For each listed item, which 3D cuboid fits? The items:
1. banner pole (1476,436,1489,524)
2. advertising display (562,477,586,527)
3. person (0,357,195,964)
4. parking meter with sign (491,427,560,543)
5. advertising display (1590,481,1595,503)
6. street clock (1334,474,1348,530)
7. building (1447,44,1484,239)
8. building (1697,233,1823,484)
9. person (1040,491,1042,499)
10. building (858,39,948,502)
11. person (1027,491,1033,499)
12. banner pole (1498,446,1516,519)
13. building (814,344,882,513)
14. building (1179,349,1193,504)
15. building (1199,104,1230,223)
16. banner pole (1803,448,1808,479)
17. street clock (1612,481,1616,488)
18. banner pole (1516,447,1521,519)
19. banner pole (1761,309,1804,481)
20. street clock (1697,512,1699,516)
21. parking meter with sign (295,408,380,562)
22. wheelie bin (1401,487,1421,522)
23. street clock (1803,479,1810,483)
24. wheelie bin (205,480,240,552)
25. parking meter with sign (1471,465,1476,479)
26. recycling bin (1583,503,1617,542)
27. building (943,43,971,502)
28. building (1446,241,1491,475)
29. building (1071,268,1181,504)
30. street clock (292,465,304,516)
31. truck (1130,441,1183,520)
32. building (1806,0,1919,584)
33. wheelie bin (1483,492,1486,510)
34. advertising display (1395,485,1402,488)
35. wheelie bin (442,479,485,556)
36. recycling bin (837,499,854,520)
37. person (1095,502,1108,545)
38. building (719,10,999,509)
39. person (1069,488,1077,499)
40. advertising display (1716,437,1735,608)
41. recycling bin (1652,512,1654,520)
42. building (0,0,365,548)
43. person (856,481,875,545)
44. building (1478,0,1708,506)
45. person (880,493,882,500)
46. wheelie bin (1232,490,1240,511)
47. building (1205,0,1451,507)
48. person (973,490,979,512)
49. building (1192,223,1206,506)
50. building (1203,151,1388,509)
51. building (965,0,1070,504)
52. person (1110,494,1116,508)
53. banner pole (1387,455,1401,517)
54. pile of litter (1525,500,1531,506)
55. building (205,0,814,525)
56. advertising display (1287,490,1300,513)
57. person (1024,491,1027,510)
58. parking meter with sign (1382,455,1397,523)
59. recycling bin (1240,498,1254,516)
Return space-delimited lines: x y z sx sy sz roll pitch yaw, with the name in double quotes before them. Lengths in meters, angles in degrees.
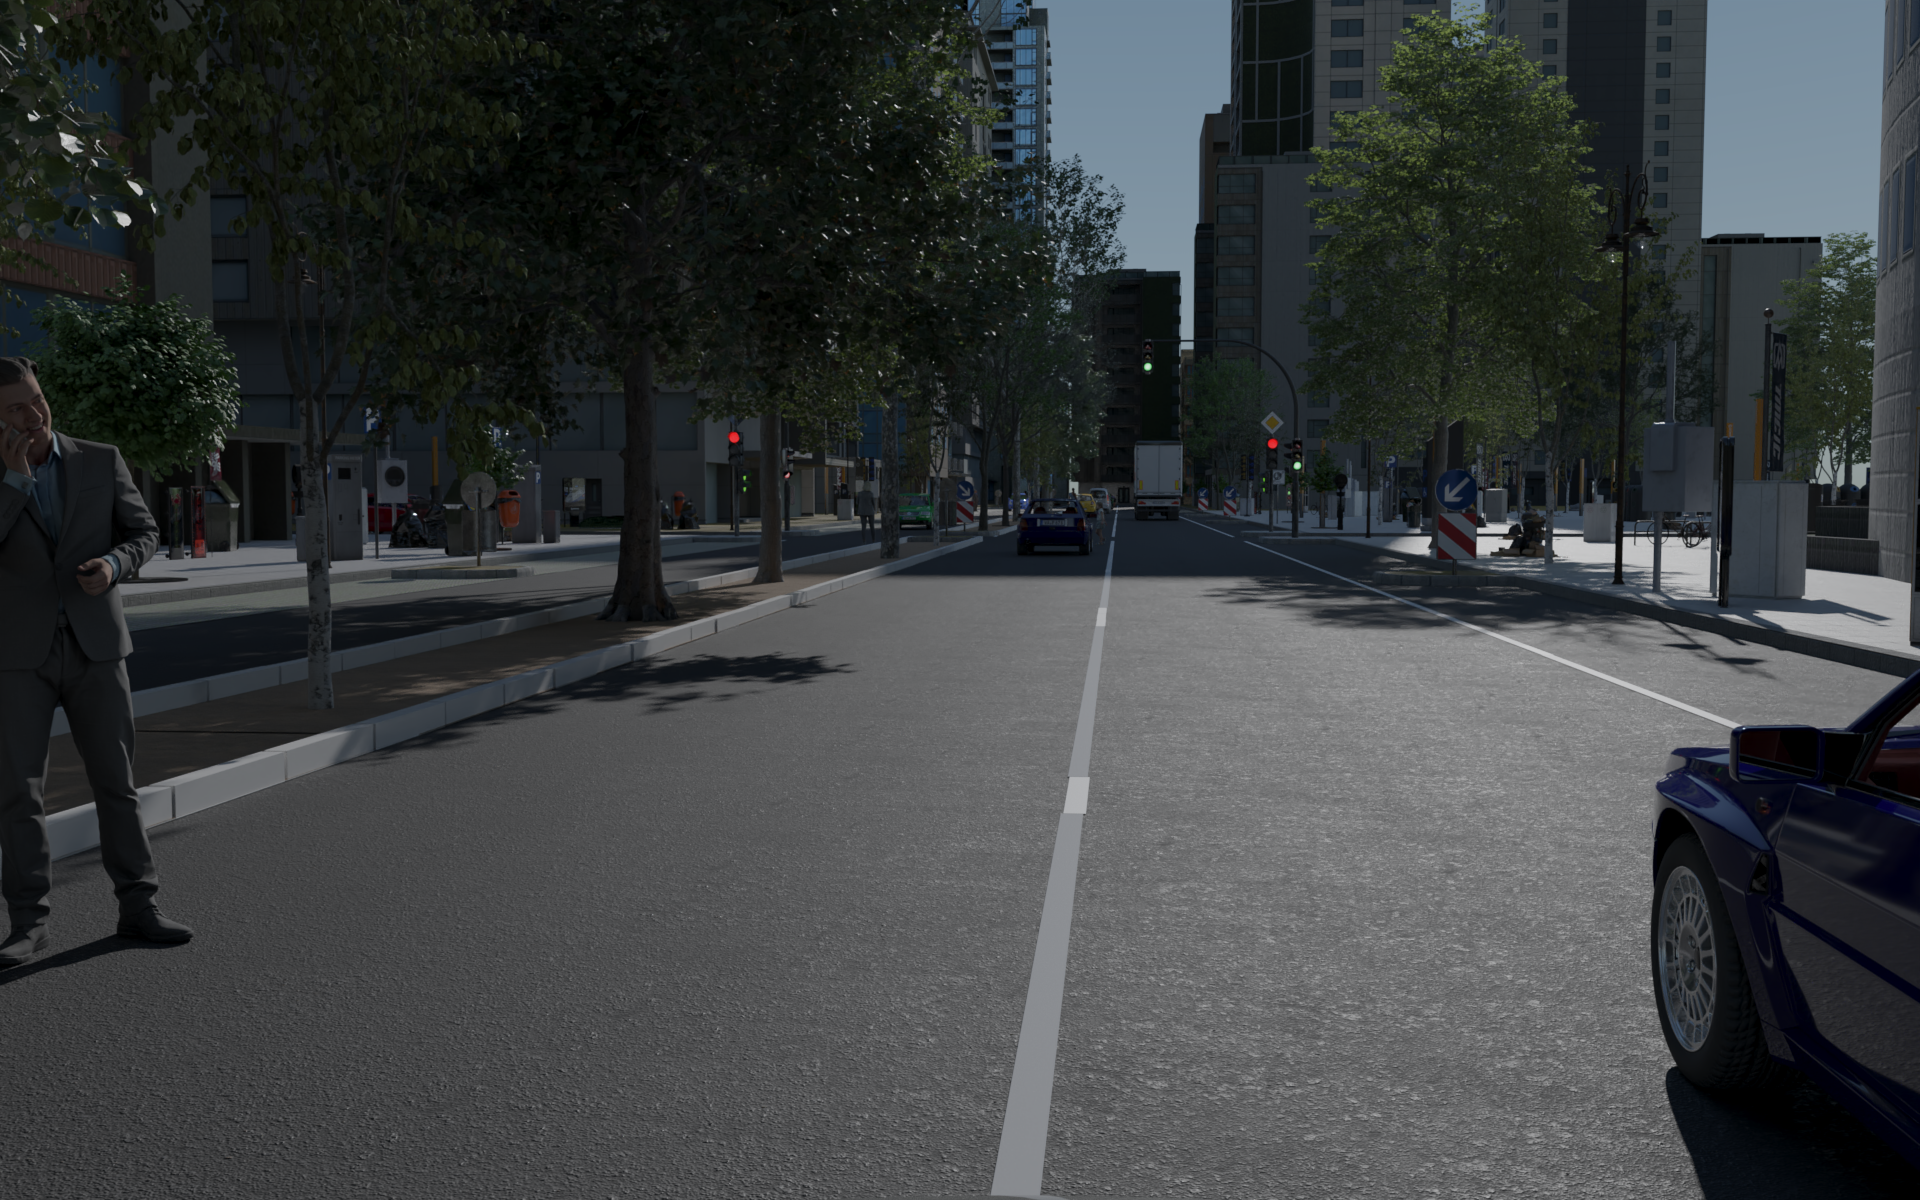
"banner pole" 22.507 -5.181 74.734 0.863 3.779 0.401 -3 4 -37
"advertising display" -14.988 -3.797 67.289 0.974 1.923 0.123 -3 5 -43
"person" -2.761 0.179 5.373 0.655 1.846 0.447 -2 4 -35
"parking meter with sign" -11.332 -2.995 45.237 1.738 3.016 0.543 1 4 9
"advertising display" 30.395 -4.776 83.296 0.123 1.923 0.974 2 4 25
"street clock" 13.541 -3.490 61.624 0.471 2.002 0.358 0 4 6
"building" 73.269 -41.646 222.909 28.212 58.520 21.231 0 4 5
"building" 87.327 -25.947 195.927 14.107 30.474 14.160 0 4 5
"person" 8.027 -10.085 174.208 0.721 1.723 1.217 3 5 42
"building" -8.591 -30.178 143.526 14.600 45.320 14.200 0 4 5
"person" 8.049 -11.645 198.880 0.705 1.826 1.348 2 4 31
"banner pole" 28.005 -6.073 89.308 0.863 3.779 0.401 3 4 38
"building" -15.956 -41.923 123.695 20.563 71.187 20.611 0 4 5
"building" 43.935 -23.588 230.710 28.899 21.520 27.650 0 4 5
"building" 34.644 -33.586 199.247 14.600 45.320 14.200 0 4 5
"banner pole" 45.430 -6.311 93.202 0.401 3.779 0.863 0 4 5
"street clock" 35.623 -5.463 93.888 0.358 2.002 0.471 -3 5 -39
"banner pole" 29.129 -6.156 90.665 0.401 3.779 0.863 -1 4 -21
"banner pole" 11.088 -2.057 23.650 0.863 3.779 0.401 -3 5 -43
"street clock" 40.354 -5.523 94.864 0.471 2.002 0.358 0 4 8
"parking meter with sign" -11.984 -2.276 33.466 0.543 3.016 1.738 2 4 34
"wheelie bin" 20.581 -4.362 79.229 0.980 1.594 0.693 -2 4 -27
"street clock" 41.179 -4.875 84.284 0.358 2.002 0.471 3 5 42
"wheelie bin" -16.536 -1.882 38.685 0.693 1.594 0.980 0 4 -4
"parking meter with sign" 30.391 -6.600 104.176 1.738 3.016 0.543 -2 4 -32
"recycling bin" 17.261 -2.087 46.680 0.722 1.027 0.722 2 4 34
"building" -11.502 -33.444 166.415 23.786 49.044 30.456 0 4 5
"building" 52.010 -26.105 198.521 14.107 30.474 14.160 0 4 5
"building" 21.462 -27.731 225.102 14.107 30.474 14.160 0 4 5
"street clock" -16.282 -2.332 42.703 0.358 2.002 0.471 -3 4 -37
"truck" 11.026 -6.628 97.278 2.839 4.237 11.283 0 4 5
"building" 23.530 -29.187 19.209 21.231 58.520 28.212 0 4 5
"wheelie bin" 35.663 -6.673 117.006 0.693 1.594 0.980 0 4 3
"advertising display" 32.915 -7.657 130.401 0.123 1.923 0.974 -1 4 -20
"wheelie bin" -10.260 -1.709 35.852 0.980 1.594 0.693 2 4 33
"recycling bin" -5.630 -4.437 85.106 0.722 1.027 0.722 0 4 5
"person" 4.024 -2.167 48.939 0.382 1.210 0.505 0 4 -7
"building" -10.345 -37.148 196.605 27.495 52.752 28.713 0 4 5
"person" 6.727 -5.769 102.909 0.616 1.811 0.778 2 4 29
"advertising display" 8.776 -0.897 19.876 0.123 1.923 0.974 1 4 21
"recycling bin" 34.615 -4.450 85.313 0.722 1.027 0.722 -3 4 -37
"building" -32.629 -23.558 39.806 28.867 44.769 22.147 0 4 5
"person" -2.630 -2.438 48.542 0.537 1.800 0.526 1 4 13
"building" 69.090 -46.190 193.456 20.611 71.187 20.563 0 4 5
"person" -3.480 -4.414 80.939 0.520 1.790 0.573 1 4 14
"wheelie bin" 20.811 -7.551 131.359 0.980 1.594 0.693 3 5 40
"building" 34.639 -44.531 166.330 20.563 71.187 20.611 0 4 5
"person" 1.316 -8.014 140.086 0.434 1.755 0.990 2 4 24
"building" 31.987 -25.323 185.732 14.160 30.474 14.107 0 4 5
"building" 28.938 -23.148 150.176 14.160 30.474 14.107 0 4 5
"building" -0.940 -56.096 229.843 31.000 86.520 22.319 0 4 5
"person" 15.722 -10.180 178.169 0.697 1.427 0.421 2 4 26
"banner pole" 24.693 -6.646 98.680 0.863 3.779 0.401 0 4 -1
"pile of litter" 43.093 -7.135 130.623 1.176 0.858 1.719 1 4 11
"building" -20.545 -30.260 83.983 28.713 52.752 27.495 0 4 5
"advertising display" 22.063 -6.687 114.546 0.974 1.923 0.123 -1 4 -10
"person" 5.822 -9.026 156.752 0.721 1.739 1.217 0 4 -2
"parking meter with sign" 19.483 -5.049 78.819 0.543 3.016 1.738 1 4 8
"recycling bin" 17.014 -5.510 102.640 0.722 1.027 0.722 1 4 19
